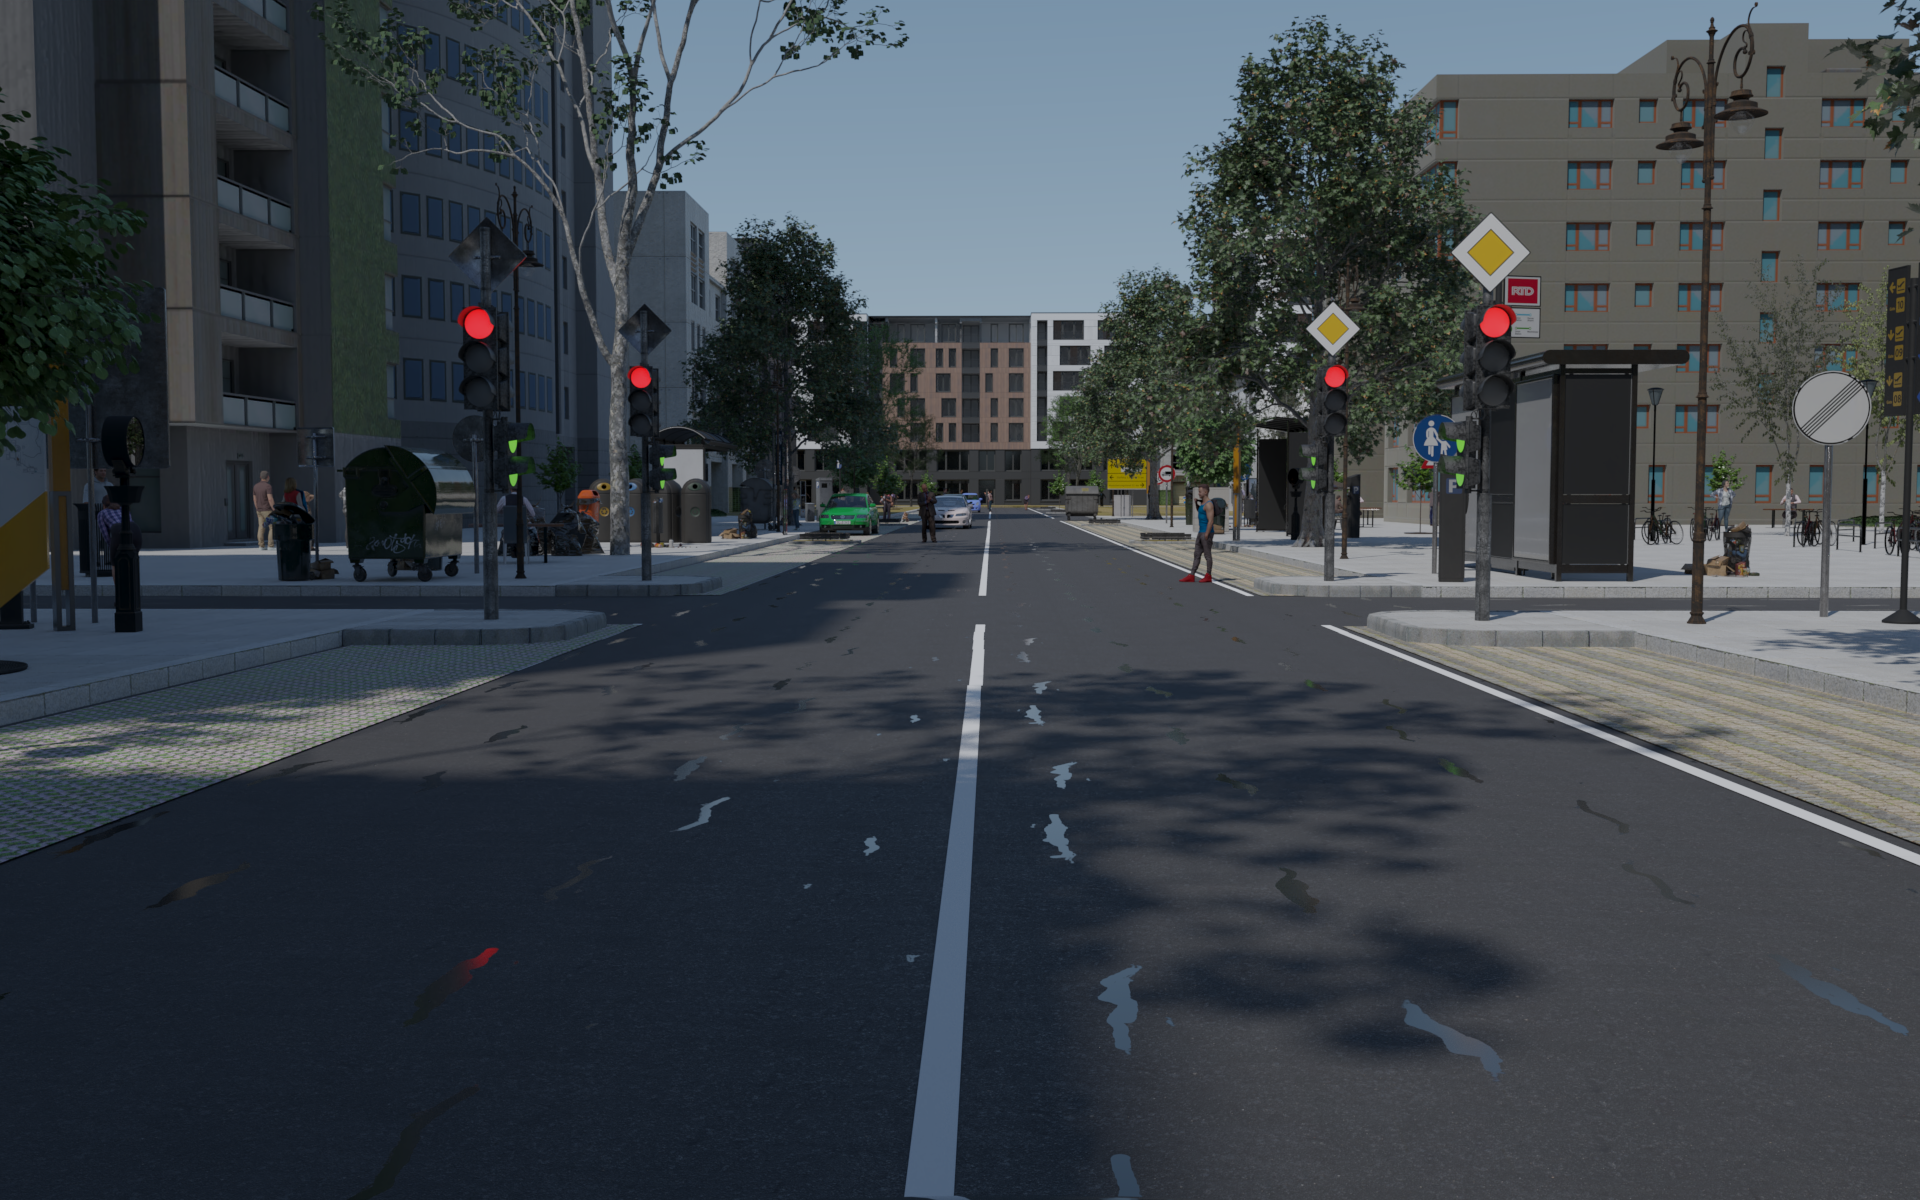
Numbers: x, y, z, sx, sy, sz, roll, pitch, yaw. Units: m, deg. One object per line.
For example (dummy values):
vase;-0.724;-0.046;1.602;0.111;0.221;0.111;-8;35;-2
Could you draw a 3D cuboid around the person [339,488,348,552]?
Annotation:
person;-13.667;-1.960;38.819;0.376;1.734;0.841;-2;4;-26

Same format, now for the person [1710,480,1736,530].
person;25.106;-3.067;56.914;0.841;1.734;0.376;0;4;4

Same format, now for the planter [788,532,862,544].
planter;-3.891;-1.788;50.373;1.991;0.319;1.994;0;4;1

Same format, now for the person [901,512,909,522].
person;-2.790;-4.210;87.803;0.357;0.543;0.381;2;4;32

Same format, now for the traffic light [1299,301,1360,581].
traffic light;5.425;-2.233;25.434;0.839;4.253;0.868;0;4;1

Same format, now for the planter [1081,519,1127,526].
planter;6.417;-3.440;77.386;1.991;0.319;1.994;0;4;1

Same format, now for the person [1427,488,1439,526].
person;19.068;-3.832;69.520;0.431;1.722;0.655;-1;4;-14

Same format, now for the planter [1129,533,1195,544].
planter;5.915;-1.778;50.202;1.991;0.319;1.994;0;4;1

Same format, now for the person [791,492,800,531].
person;-5.785;-3.127;61.080;0.435;1.345;0.340;2;4;31

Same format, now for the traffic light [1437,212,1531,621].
traffic light;5.278;-1.745;17.451;0.839;4.253;0.868;0;4;1

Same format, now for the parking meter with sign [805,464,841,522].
parking meter with sign;-6.346;-5.165;80.707;1.738;3.016;0.543;-2;4;-27

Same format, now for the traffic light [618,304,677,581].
traffic light;-4.635;-2.244;25.603;0.839;4.253;0.868;0;4;1

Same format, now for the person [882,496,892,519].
person;-3.685;-4.680;86.484;0.593;1.643;0.415;-1;4;-14

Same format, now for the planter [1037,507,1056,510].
planter;7.860;-8.198;155.174;1.991;0.319;1.994;0;4;1

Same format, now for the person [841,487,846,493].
person;-8.461;-7.267;125.394;0.617;1.759;0.750;-1;4;-8

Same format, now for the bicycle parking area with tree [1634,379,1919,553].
bicycle parking area with tree;20.858;-3.560;45.203;9.016;4.147;8.231;-3;4;-37

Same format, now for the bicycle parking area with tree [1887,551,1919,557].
bicycle parking area with tree;22.867;-2.987;35.843;8.231;4.147;9.016;2;4;25

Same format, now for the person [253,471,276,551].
person;-15.780;-2.035;39.441;0.598;1.807;0.434;3;4;37

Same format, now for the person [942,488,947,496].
person;-0.716;-5.457;98.253;0.750;1.759;0.617;2;4;26

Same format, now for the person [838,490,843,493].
person;-9.821;-8.421;144.255;0.617;1.759;0.750;1;4;19

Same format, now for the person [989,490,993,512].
person;2.495;-7.869;137.869;0.721;1.736;1.217;1;4;11

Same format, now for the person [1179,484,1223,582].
person;3.921;-1.087;28.143;0.662;1.594;0.647;-1;4;-20

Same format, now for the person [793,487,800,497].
person;-11.864;-7.229;124.254;1.348;1.823;0.705;3;5;42

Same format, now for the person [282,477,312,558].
person;-13.356;-1.658;34.855;0.444;1.614;0.593;-3;5;-42

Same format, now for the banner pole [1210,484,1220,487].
banner pole;11.178;-5.258;75.987;0.863;3.779;0.401;-2;4;-34

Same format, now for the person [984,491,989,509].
person;2.570;-9.374;162.564;0.742;1.727;0.445;2;4;27

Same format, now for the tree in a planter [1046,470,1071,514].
tree in a planter;7.338;-7.974;127.591;1.991;3.239;1.994;0;4;1

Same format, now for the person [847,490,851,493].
person;-8.873;-7.979;137.964;0.415;1.643;0.593;0;4;4

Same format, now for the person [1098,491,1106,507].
person;14.690;-10.497;179.750;0.705;1.869;1.348;-3;5;-43

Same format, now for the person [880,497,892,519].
person;-3.787;-4.763;88.594;0.614;1.554;0.590;0;4;-3

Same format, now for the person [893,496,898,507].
person;-6.655;-10.246;174.280;1.217;1.735;0.721;3;5;43

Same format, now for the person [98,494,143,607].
person;-10.735;-0.634;22.102;0.697;1.427;0.421;3;5;41

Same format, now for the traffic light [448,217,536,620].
traffic light;-4.782;-1.755;17.619;0.839;4.253;0.868;0;4;1

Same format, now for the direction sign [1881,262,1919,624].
direction sign;9.372;-1.536;17.106;0.379;3.537;0.876;0;4;-2

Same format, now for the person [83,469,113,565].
person;-15.192;-1.497;30.659;0.789;1.805;0.875;2;4;34

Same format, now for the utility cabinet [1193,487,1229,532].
utility cabinet;8.427;-3.028;58.184;1.173;1.500;0.318;0;4;-4

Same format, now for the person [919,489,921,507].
person;-3.953;-10.246;173.581;0.705;1.821;1.348;-1;4;-14

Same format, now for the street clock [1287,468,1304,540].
street clock;9.351;-2.671;48.233;0.358;2.002;0.471;-2;4;-32

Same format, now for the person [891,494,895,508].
person;-6.388;-9.458;163.912;0.421;1.427;0.697;1;4;18

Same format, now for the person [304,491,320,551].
person;-14.572;-1.762;38.755;0.340;1.345;0.435;0;4;-4

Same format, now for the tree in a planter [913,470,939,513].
tree in a planter;-2.458;-8.010;128.189;1.991;3.239;1.994;0;4;1

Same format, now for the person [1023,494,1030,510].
person;5.912;-8.635;152.909;0.421;1.427;0.697;-3;4;-36

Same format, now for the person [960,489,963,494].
person;0.132;-8.129;141.435;0.705;1.821;1.348;0;4;-4

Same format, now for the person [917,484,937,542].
person;-0.956;-2.574;51.266;0.565;1.739;0.600;-2;4;-29

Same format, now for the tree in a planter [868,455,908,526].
tree in a planter;-3.374;-4.978;78.604;1.991;3.239;1.994;0;4;1

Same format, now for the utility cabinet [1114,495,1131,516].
utility cabinet;9.458;-5.487;100.879;1.020;1.237;0.306;2;4;31

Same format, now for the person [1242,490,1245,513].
person;18.573;-6.680;115.125;0.599;1.838;0.709;-3;5;-41

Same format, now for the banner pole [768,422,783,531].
banner pole;-6.359;-4.288;60.126;0.401;3.779;0.863;-2;4;-35

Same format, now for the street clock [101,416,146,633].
street clock;-7.743;-0.704;16.076;0.358;2.002;0.471;0;4;-6

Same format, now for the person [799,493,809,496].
person;-13.728;-8.874;151.818;1.217;1.739;0.721;-1;4;-19
